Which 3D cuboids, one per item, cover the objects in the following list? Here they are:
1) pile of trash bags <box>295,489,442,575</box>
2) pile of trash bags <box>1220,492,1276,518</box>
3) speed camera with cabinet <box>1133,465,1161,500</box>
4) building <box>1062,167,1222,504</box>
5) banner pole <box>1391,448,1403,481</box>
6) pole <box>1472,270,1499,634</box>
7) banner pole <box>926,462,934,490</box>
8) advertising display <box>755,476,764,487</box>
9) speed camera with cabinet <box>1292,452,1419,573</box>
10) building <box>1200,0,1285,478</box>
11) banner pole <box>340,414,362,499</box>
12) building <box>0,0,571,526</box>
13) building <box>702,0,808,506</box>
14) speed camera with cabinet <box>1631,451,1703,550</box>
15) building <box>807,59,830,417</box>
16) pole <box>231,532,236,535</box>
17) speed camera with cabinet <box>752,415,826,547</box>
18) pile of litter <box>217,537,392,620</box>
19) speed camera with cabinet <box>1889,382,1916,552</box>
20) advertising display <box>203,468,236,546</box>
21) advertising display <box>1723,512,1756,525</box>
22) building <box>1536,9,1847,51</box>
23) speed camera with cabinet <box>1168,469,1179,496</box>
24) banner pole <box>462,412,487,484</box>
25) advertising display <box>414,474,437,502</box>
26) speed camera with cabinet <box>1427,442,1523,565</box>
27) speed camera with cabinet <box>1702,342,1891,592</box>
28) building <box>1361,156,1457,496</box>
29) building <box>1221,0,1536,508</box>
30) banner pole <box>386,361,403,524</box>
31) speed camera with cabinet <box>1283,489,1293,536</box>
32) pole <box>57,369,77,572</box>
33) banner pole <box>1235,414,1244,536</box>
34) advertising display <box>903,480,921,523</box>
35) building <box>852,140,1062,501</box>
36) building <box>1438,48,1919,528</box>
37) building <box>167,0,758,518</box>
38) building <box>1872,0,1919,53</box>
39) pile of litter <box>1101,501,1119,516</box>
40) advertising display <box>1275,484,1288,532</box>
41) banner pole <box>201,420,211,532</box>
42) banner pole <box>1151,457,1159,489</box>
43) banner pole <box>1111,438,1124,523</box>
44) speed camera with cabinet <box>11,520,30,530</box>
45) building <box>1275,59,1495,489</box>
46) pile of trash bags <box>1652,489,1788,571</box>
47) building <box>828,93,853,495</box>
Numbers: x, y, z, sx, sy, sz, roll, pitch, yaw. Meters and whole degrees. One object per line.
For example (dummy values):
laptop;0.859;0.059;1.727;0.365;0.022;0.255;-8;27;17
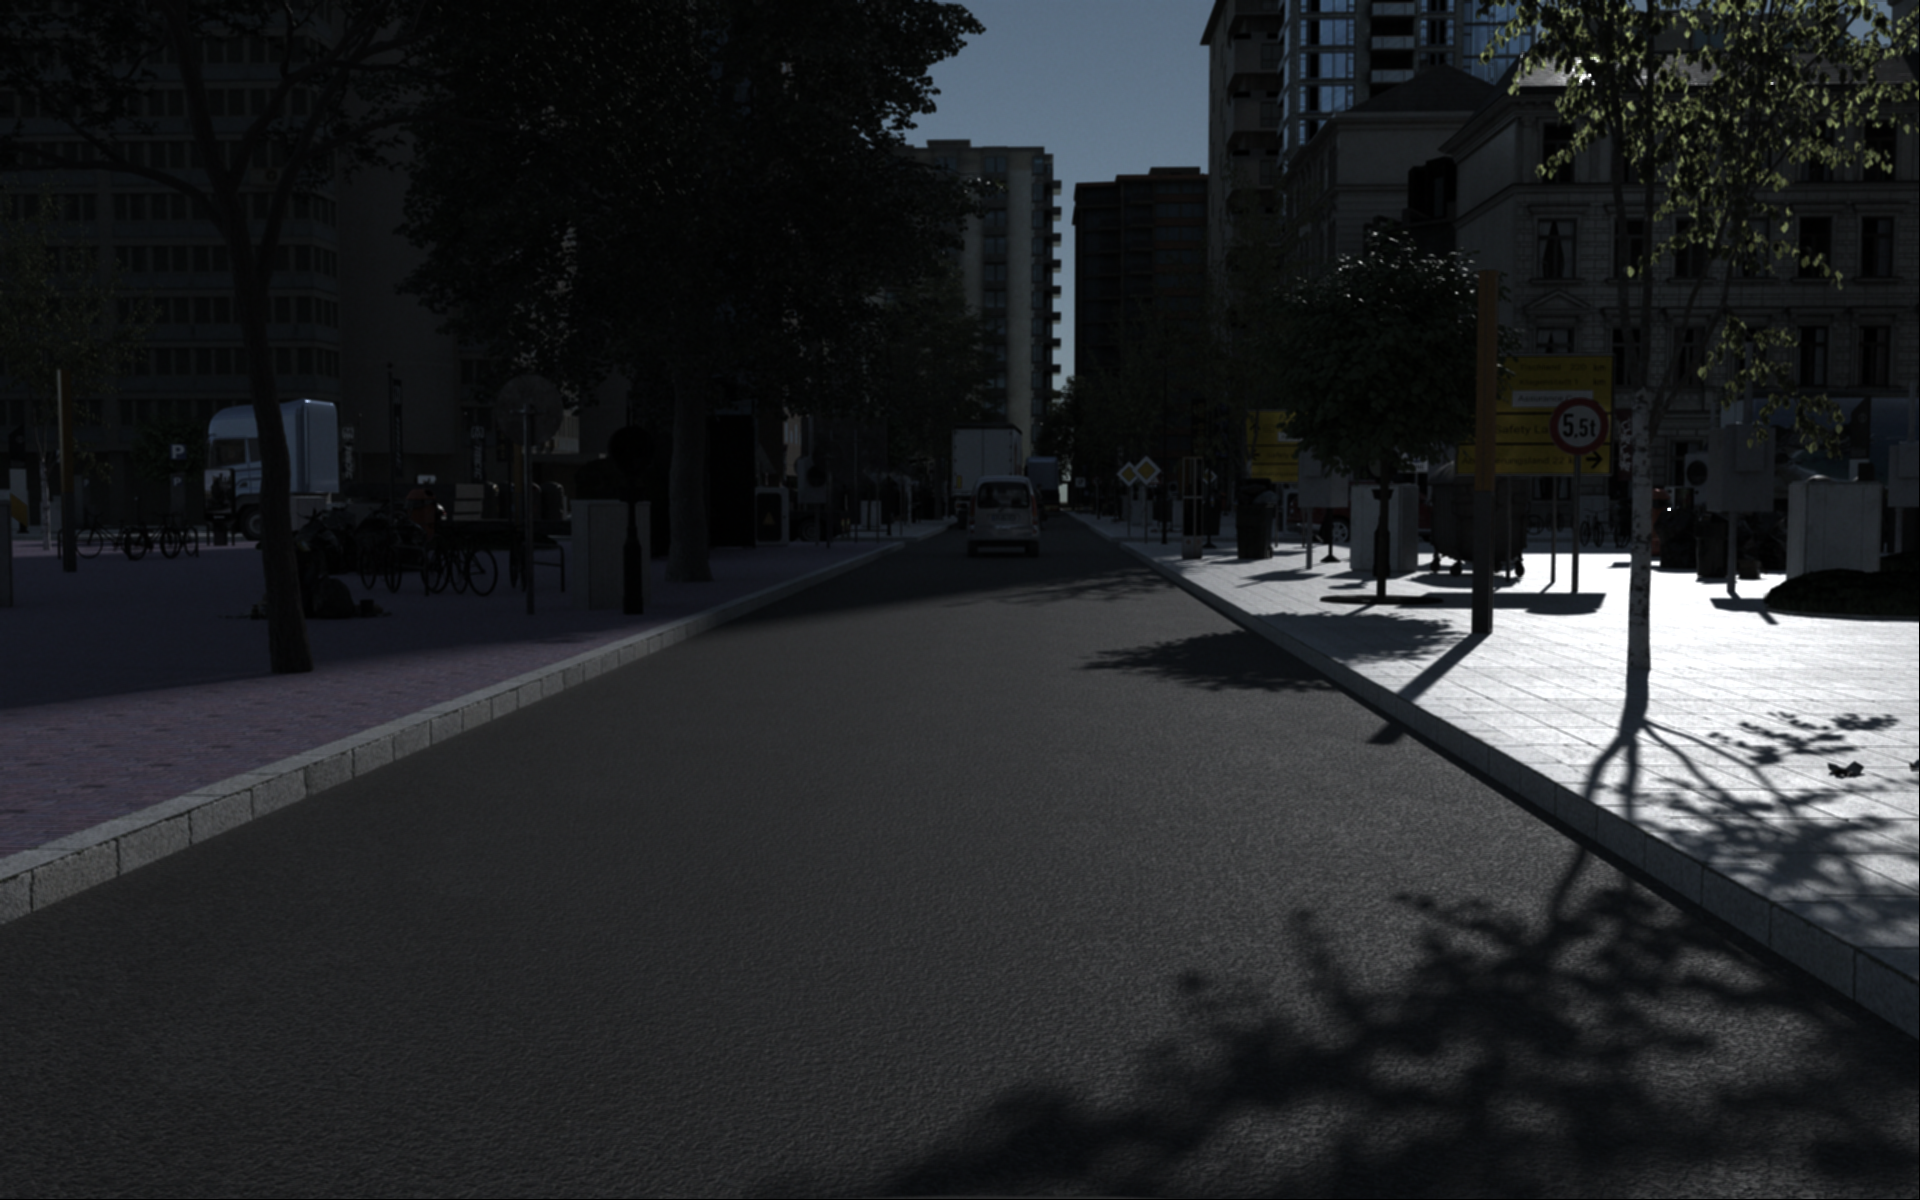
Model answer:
pile of trash bags;-9.677;-1.172;28.908;1.912;1.369;3.447;1;4;10
pile of trash bags;15.378;-5.070;92.654;3.447;1.369;1.912;1;4;19
speed camera with cabinet;12.581;-7.471;116.483;2.038;3.252;0.660;1;4;23
building;28.097;-35.480;234.714;28.867;44.769;22.147;0;4;2
banner pole;9.734;-2.993;38.959;0.401;3.779;0.863;-1;4;-21
pole;4.828;-1.350;15.917;0.158;3.312;0.155;0;3;0
banner pole;-2.154;-8.095;122.367;0.863;3.779;0.401;3;5;39
advertising display;-7.385;-3.580;63.741;0.123;1.923;0.974;1;4;9
speed camera with cabinet;6.674;-2.122;29.037;0.660;3.252;2.038;-3;5;-43
building;39.666;-35.772;174.111;28.713;52.752;27.495;0;4;2
banner pole;-18.968;-3.924;54.169;0.401;3.779;0.863;3;5;39
building;-31.181;-23.659;78.699;32.217;40.220;23.993;0;4;2
building;-19.769;-29.682;135.413;14.600;45.320;14.200;0;4;2
speed camera with cabinet;15.729;-2.665;37.903;0.660;3.252;2.038;-2;4;-28
building;-19.037;-28.504;149.636;14.154;41.232;14.086;0;4;2
pole;-22.883;-3.707;54.456;0.158;3.312;0.155;0;3;0
speed camera with cabinet;-4.255;-2.955;42.657;2.038;3.252;0.660;-2;4;-24
pile of litter;-6.876;-0.257;18.165;1.719;0.858;1.176;1;4;16
speed camera with cabinet;17.505;-2.211;30.481;2.038;3.252;0.660;2;4;29
advertising display;-18.392;-2.313;43.030;0.974;1.923;0.123;2;4;24
advertising display;17.234;-2.046;38.660;0.974;1.923;0.123;2;4;35
building;71.112;-33.946;174.622;30.456;49.044;23.786;0;4;2
speed camera with cabinet;14.392;-7.770;121.370;2.038;3.252;0.660;2;4;28
banner pole;-14.953;-3.864;53.193;0.863;3.779;0.401;0;4;-5
advertising display;-17.270;-3.107;56.018;0.123;1.923;0.974;1;4;22
speed camera with cabinet;9.533;-2.307;32.062;0.660;3.252;2.038;-2;4;-24
speed camera with cabinet;10.963;-1.739;22.766;2.038;3.252;0.660;0;4;3
building;30.145;-13.839;93.718;16.820;18.784;16.811;0;4;2
building;35.018;-50.849;144.056;22.319;86.520;31.000;0;4;2
banner pole;-10.745;-2.628;32.982;0.401;3.779;0.863;0;4;2
speed camera with cabinet;10.947;-3.585;52.947;2.038;3.252;0.660;1;4;20
pole;-14.653;-2.114;28.414;0.158;3.312;0.155;0;3;0
banner pole;8.529;-3.814;52.369;0.401;3.779;0.863;1;4;9
advertising display;-2.126;-4.380;76.830;0.974;1.923;0.123;-3;5;-41
building;-1.518;-37.747;236.773;30.456;49.044;23.786;0;4;2
building;30.204;-12.570;70.141;19.286;19.102;10.561;0;4;2
building;-30.184;-25.841;114.383;32.217;40.220;23.993;0;4;2
building;52.109;-17.317;70.518;23.554;28.519;14.401;0;4;2
pile of litter;8.938;-5.285;100.367;1.719;0.858;1.176;-1;4;-13
advertising display;10.961;-3.297;59.115;0.123;1.923;0.974;-1;4;-8
banner pole;-25.488;-4.218;58.988;0.401;3.779;0.863;1;4;22
banner pole;12.692;-7.487;112.435;0.863;3.779;0.401;-2;4;-32
banner pole;6.983;-5.286;76.437;0.401;3.779;0.863;3;4;38
speed camera with cabinet;-34.043;-4.083;61.087;2.038;3.252;0.660;-1;4;-22
building;29.175;-20.003;114.442;14.401;28.519;23.554;0;4;2
pile of trash bags;13.017;-1.262;30.382;1.912;1.369;3.447;-1;4;-13
building;-22.256;-45.340;179.561;20.611;71.187;20.563;0;4;2
